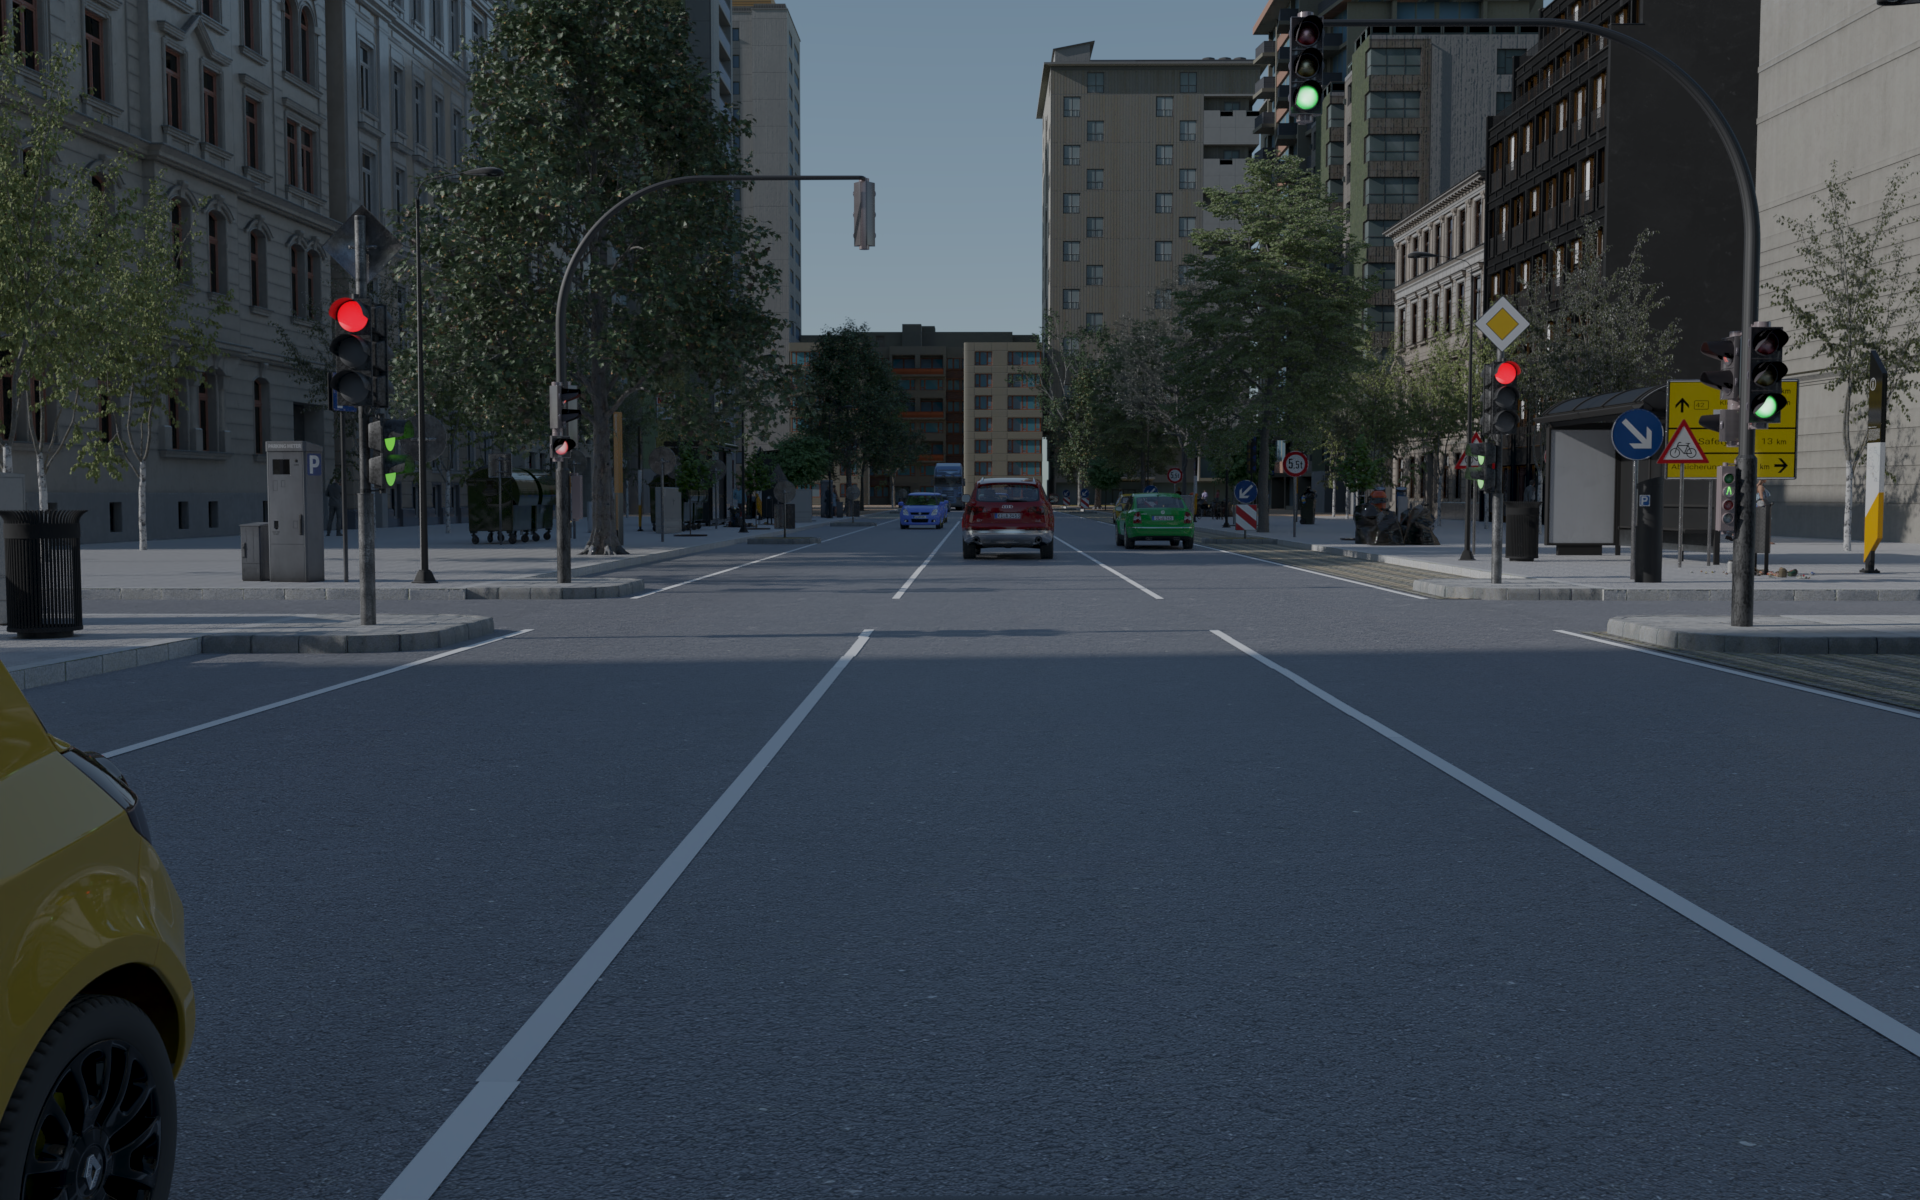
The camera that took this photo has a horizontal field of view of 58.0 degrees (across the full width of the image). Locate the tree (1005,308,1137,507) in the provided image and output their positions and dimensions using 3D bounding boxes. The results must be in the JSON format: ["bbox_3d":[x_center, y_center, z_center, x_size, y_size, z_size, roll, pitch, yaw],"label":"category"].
[{"bbox_3d":[11.293,-19.596,176.291,12.611,20.169,13.585,0,3,0],"label":"tree"}]

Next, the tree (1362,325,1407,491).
[{"bbox_3d":[19.069,-7.265,69.145,4.737,8.622,4.395,0,3,0],"label":"tree"}]

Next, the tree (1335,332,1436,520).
[{"bbox_3d":[19.695,-7.908,79.658,4.360,8.622,3.978,0,3,0],"label":"tree"}]

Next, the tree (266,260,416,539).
[{"bbox_3d":[-16.862,-6.022,48.818,4.360,8.622,3.978,0,3,0],"label":"tree"}]

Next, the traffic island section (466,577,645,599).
[{"bbox_3d":[-5.730,-0.167,25.004,2.009,0.180,2.903,0,4,1],"label":"traffic island section"}]

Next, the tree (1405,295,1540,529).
[{"bbox_3d":[19.139,-6.923,63.546,4.737,8.622,4.395,0,3,0],"label":"tree"}]

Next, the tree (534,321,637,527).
[{"bbox_3d":[-15.208,-7.174,67.656,4.360,8.622,3.978,0,3,0],"label":"tree"}]

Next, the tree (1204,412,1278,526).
[{"bbox_3d":[11.316,-5.258,69.689,4.285,4.588,4.351,0,3,0],"label":"tree"}]

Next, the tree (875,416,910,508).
[{"bbox_3d":[-6.301,-12.741,158.670,4.737,8.622,4.395,0,3,0],"label":"tree"}]

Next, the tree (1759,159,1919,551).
[{"bbox_3d":[20.173,-5.397,38.601,4.360,8.622,3.978,0,3,0],"label":"tree"}]

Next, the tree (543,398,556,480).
[{"bbox_3d":[-16.834,-6.868,62.660,4.737,8.622,4.395,0,3,0],"label":"tree"}]

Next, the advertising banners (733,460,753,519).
[{"bbox_3d":[-11.220,-5.637,88.357,0.090,3.025,2.074,-3,5,-44],"label":"advertising banners"}]

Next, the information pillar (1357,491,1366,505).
[{"bbox_3d":[15.305,-3.760,65.972,0.304,2.012,0.304,1,4,19],"label":"information pillar"}]

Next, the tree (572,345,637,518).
[{"bbox_3d":[-17.126,-7.644,75.336,4.737,8.622,4.395,0,3,0],"label":"tree"}]

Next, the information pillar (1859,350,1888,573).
[{"bbox_3d":[14.802,-2.241,28.002,0.183,3.616,0.504,0,4,5],"label":"information pillar"}]

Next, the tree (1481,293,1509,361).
[{"bbox_3d":[18.650,-6.388,54.800,4.360,8.622,3.978,0,3,0],"label":"tree"}]

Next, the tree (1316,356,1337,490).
[{"bbox_3d":[19.574,-8.253,85.297,4.360,8.622,3.978,0,3,0],"label":"tree"}]

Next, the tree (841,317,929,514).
[{"bbox_3d":[-7.206,-11.948,112.362,9.611,12.733,9.660,0,3,0],"label":"tree"}]

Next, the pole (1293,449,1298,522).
[{"bbox_3d":[15.345,-5.217,79.142,0.158,3.312,0.155,0,3,0],"label":"pole"}]

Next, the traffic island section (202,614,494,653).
[{"bbox_3d":[-5.831,0.322,17.020,2.009,0.180,2.903,0,4,1],"label":"traffic island section"}]

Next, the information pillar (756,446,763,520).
[{"bbox_3d":[-9.847,-5.716,84.810,0.183,3.616,0.504,1,4,18],"label":"information pillar"}]

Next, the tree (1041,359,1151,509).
[{"bbox_3d":[11.596,-14.015,146.149,9.611,12.733,9.660,0,3,0],"label":"tree"}]

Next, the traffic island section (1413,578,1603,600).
[{"bbox_3d":[7.711,-0.156,24.829,2.009,0.180,2.903,0,4,1],"label":"traffic island section"}]

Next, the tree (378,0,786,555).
[{"bbox_3d":[-7.687,-7.305,36.440,9.611,12.733,9.660,0,3,0],"label":"tree"}]

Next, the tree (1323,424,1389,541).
[{"bbox_3d":[11.128,-3.262,47.936,1.663,3.219,1.824,0,3,0],"label":"tree"}]

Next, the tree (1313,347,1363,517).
[{"bbox_3d":[18.170,-7.604,74.686,4.737,8.622,4.395,0,3,0],"label":"tree"}]

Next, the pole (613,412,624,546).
[{"bbox_3d":[-8.501,-3.013,43.103,0.158,3.312,0.155,0,3,0],"label":"pole"}]

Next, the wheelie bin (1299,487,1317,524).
[{"bbox_3d":[14.755,-4.003,73.361,0.693,1.594,0.980,1,4,22],"label":"wheelie bin"}]

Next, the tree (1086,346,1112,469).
[{"bbox_3d":[11.779,-11.877,112.309,7.486,12.596,7.792,0,3,0],"label":"tree"}]

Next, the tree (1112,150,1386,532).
[{"bbox_3d":[10.534,-8.523,57.482,7.486,12.596,7.792,0,3,0],"label":"tree"}]

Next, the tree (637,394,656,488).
[{"bbox_3d":[-15.997,-7.952,80.375,4.360,8.622,3.978,0,3,0],"label":"tree"}]

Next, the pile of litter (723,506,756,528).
[{"bbox_3d":[-8.531,-3.243,66.989,1.176,0.858,1.719,-2,4,-32],"label":"pile of litter"}]

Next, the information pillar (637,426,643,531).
[{"bbox_3d":[-11.043,-4.184,59.768,0.183,3.616,0.504,0,4,-6],"label":"information pillar"}]

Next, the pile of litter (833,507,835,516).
[{"bbox_3d":[-7.498,-5.255,99.885,1.719,0.858,1.176,0,4,-4],"label":"pile of litter"}]

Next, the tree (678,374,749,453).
[{"bbox_3d":[-14.271,-9.039,98.142,4.737,8.622,4.395,0,3,0],"label":"tree"}]

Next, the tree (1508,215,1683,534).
[{"bbox_3d":[16.955,-5.812,45.394,4.360,8.622,3.978,0,3,0],"label":"tree"}]

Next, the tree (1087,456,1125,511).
[{"bbox_3d":[11.132,-9.117,132.774,4.285,4.588,4.351,0,3,0],"label":"tree"}]

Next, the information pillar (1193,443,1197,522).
[{"bbox_3d":[10.699,-5.344,78.733,0.183,3.616,0.504,0,4,-1],"label":"information pillar"}]

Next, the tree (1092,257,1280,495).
[{"bbox_3d":[11.752,-10.991,90.071,12.009,13.543,11.850,0,3,0],"label":"tree"}]

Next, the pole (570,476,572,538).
[{"bbox_3d":[-11.452,-3.464,50.481,0.158,3.312,0.155,0,3,0],"label":"pole"}]

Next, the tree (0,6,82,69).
[{"bbox_3d":[-14.822,-4.690,27.046,4.737,8.622,4.395,0,3,0],"label":"tree"}]

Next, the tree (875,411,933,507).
[{"bbox_3d":[-6.553,-14.799,176.375,8.767,10.594,7.601,1,4,14],"label":"tree"}]

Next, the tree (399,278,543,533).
[{"bbox_3d":[-16.793,-6.508,56.766,4.737,8.622,4.395,0,3,0],"label":"tree"}]

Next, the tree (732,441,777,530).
[{"bbox_3d":[-7.499,-4.158,62.591,1.663,3.219,1.824,0,3,0],"label":"tree"}]

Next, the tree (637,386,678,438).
[{"bbox_3d":[-18.266,-8.758,93.558,4.737,8.622,4.395,0,3,0],"label":"tree"}]

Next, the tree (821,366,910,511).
[{"bbox_3d":[-7.365,-12.615,132.005,9.928,11.665,9.643,0,3,0],"label":"tree"}]

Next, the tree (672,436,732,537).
[{"bbox_3d":[-8.246,-3.540,52.477,1.663,3.219,1.824,0,3,0],"label":"tree"}]

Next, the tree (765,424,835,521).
[{"bbox_3d":[-7.563,-5.991,81.667,4.285,4.588,4.351,0,3,0],"label":"tree"}]
